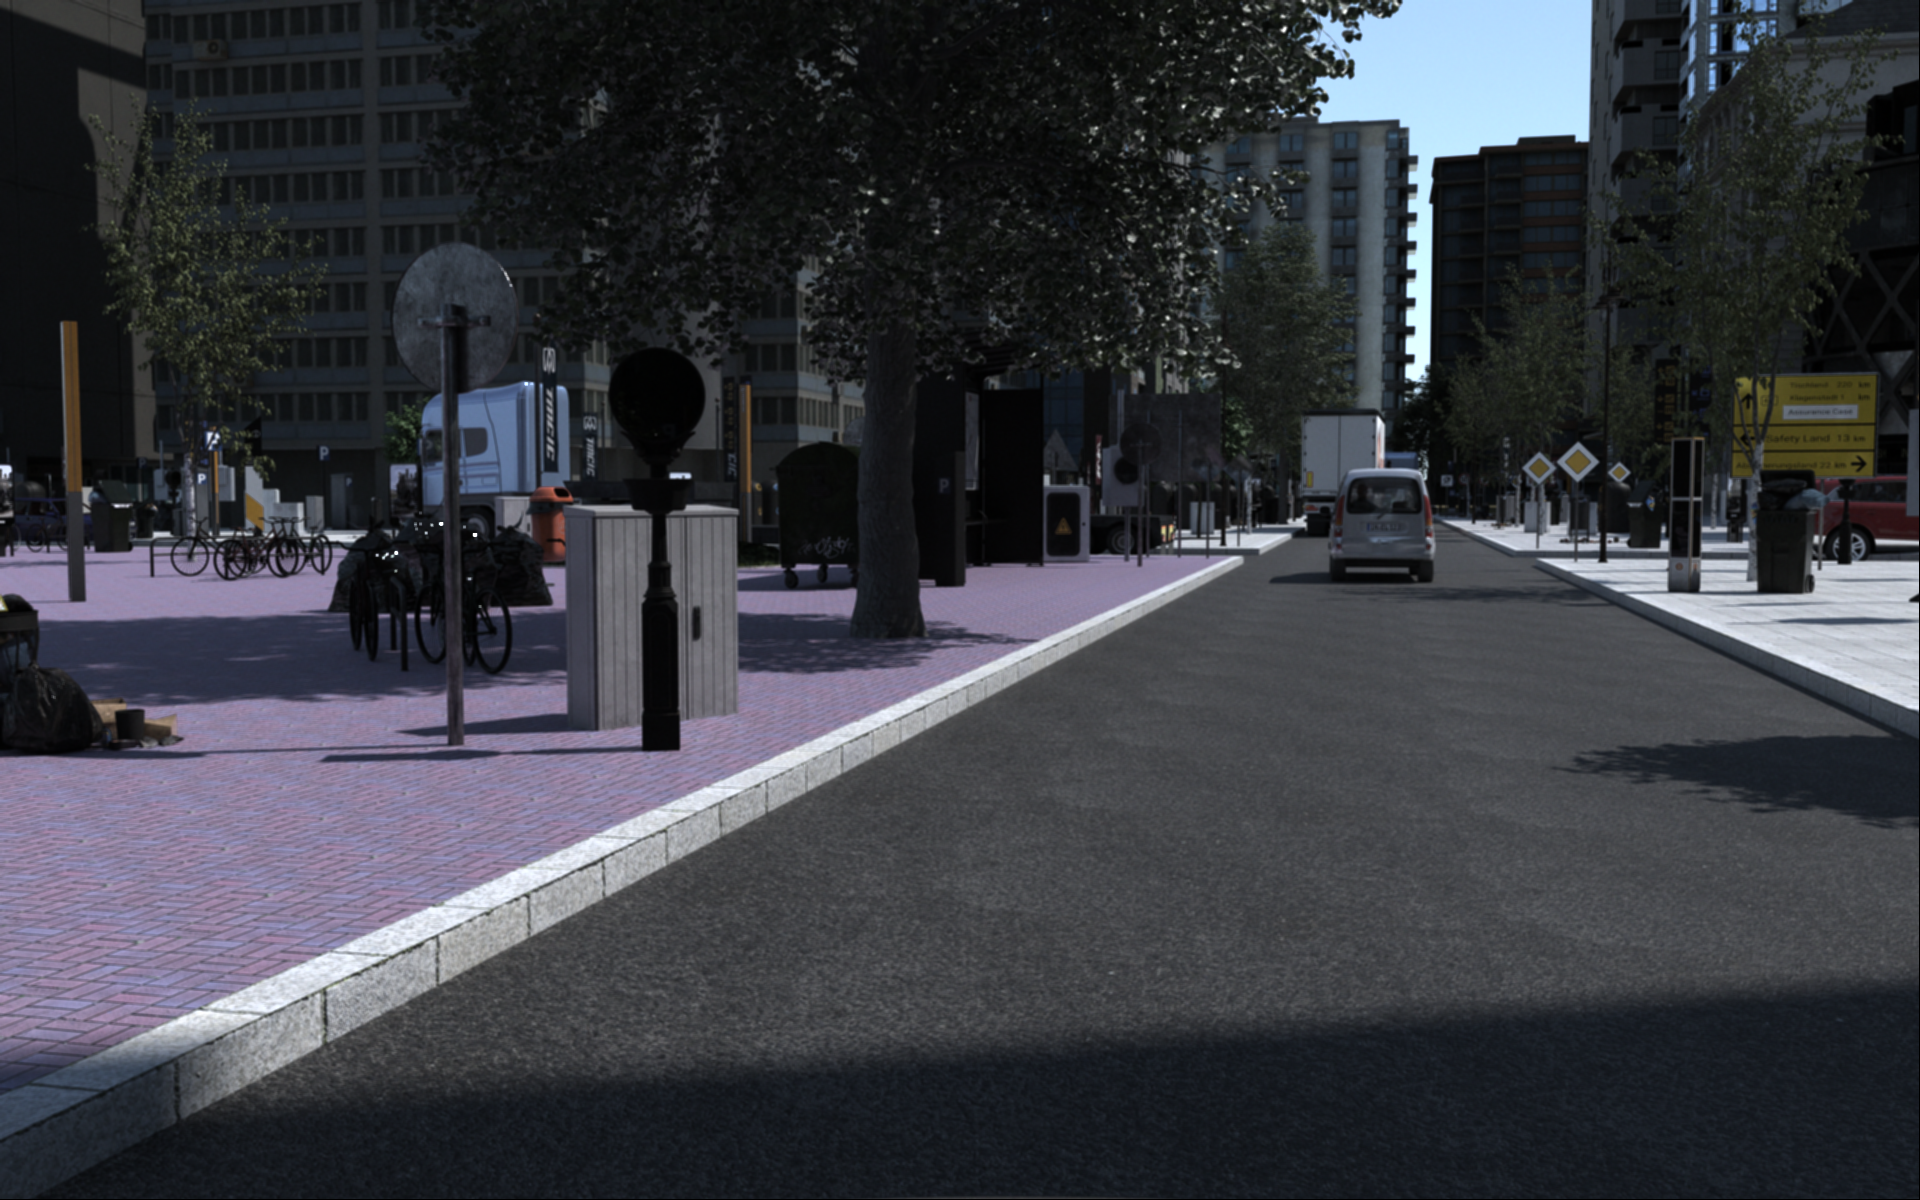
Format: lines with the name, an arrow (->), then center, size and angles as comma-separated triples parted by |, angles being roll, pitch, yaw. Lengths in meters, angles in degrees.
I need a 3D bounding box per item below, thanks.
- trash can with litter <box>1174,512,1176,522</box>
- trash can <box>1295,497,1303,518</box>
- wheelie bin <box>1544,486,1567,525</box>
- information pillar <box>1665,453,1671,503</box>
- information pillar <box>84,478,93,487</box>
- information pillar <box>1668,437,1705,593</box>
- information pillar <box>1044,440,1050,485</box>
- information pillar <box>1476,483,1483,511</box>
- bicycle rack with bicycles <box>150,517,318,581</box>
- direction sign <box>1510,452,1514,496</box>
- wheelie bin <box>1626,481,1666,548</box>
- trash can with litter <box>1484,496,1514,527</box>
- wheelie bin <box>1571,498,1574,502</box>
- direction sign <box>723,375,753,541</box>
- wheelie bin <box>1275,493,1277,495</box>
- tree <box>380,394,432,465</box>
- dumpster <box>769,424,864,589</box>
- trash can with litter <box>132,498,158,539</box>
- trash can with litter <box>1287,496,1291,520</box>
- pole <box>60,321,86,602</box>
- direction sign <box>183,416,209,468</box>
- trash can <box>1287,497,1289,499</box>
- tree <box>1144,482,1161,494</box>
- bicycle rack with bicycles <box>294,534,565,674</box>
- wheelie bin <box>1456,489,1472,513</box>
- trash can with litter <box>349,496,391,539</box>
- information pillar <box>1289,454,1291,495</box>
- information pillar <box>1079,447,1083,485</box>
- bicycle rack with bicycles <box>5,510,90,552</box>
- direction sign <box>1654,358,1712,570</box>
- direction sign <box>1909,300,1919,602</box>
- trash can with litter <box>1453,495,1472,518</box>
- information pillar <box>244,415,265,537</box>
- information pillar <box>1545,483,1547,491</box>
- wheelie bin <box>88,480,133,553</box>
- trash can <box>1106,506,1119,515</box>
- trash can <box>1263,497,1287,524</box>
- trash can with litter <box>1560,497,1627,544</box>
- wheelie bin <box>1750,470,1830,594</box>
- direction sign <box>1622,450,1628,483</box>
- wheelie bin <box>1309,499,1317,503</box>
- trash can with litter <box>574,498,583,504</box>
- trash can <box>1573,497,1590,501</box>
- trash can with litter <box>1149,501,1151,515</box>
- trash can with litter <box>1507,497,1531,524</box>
trash can with litter -> 9.885, -4.213, 79.943 | 2.233, 1.210, 1.678 | -2, 4, -33
trash can -> 18.002, -4.949, 92.566 | 0.748, 1.137, 0.748 | 0, 3, 0
wheelie bin -> 24.484, -3.897, 71.629 | 0.980, 1.594, 0.693 | -3, 5, -44
information pillar -> 36.004, -5.913, 88.039 | 0.183, 3.616, 0.504 | 0, 4, 3
information pillar -> -40.069, -4.597, 79.652 | 0.304, 2.012, 0.304 | -3, 5, -39
information pillar -> 9.477, -1.108, 22.613 | 0.304, 2.012, 0.304 | -3, 5, -42
information pillar -> 3.671, -5.060, 74.086 | 0.183, 3.616, 0.504 | 2, 4, 35
information pillar -> 33.212, -6.500, 110.761 | 0.304, 2.012, 0.304 | -2, 4, -24
bicycle rack with bicycles -> -11.096, -0.842, 27.152 | 2.852, 0.926, 2.925 | 2, 4, 31
direction sign -> 29.460, -6.148, 92.512 | 0.379, 3.537, 0.876 | 2, 4, 28
wheelie bin -> 16.298, -2.034, 41.163 | 0.693, 1.594, 0.980 | -1, 4, -13
trash can with litter -> 21.812, -3.553, 69.151 | 1.678, 1.210, 2.233 | 1, 4, 23
wheelie bin -> 35.516, -5.676, 100.703 | 0.980, 1.594, 0.693 | 3, 5, 41
direction sign -> -4.267, -2.527, 33.317 | 0.379, 3.537, 0.876 | -3, 5, -45
wheelie bin -> 19.443, -6.117, 107.923 | 0.693, 1.594, 0.980 | 0, 4, -1
tree -> -17.531, -4.486, 57.060 | 4.285, 4.588, 4.351 | 0, 3, 0
dumpster -> -1.676, -1.322, 24.113 | 1.502, 2.255, 1.985 | 1, 4, 13
trash can with litter -> -23.434, -2.315, 49.238 | 1.055, 1.170, 0.624 | -3, 5, -42
trash can with litter -> 15.961, -4.586, 86.365 | 1.055, 1.170, 0.624 | 0, 4, 1
pole -> -10.533, -1.635, 20.568 | 0.158, 3.312, 0.155 | 0, 3, 0
direction sign -> -22.360, -3.595, 50.768 | 0.379, 3.537, 0.876 | 1, 4, 22
trash can -> 14.723, -4.154, 79.567 | 0.748, 1.137, 0.748 | 0, 3, 0
tree -> 11.100, -6.437, 99.846 | 1.663, 3.219, 1.824 | 0, 3, 0
bicycle rack with bicycles -> -3.582, -0.006, 13.475 | 2.852, 0.926, 2.925 | -1, 4, -19
wheelie bin -> 31.440, -6.135, 108.209 | 0.980, 1.594, 0.693 | 0, 4, 2
trash can with litter -> -17.184, -2.410, 50.468 | 1.678, 1.210, 2.233 | 0, 4, -5
information pillar -> 18.601, -6.502, 97.666 | 0.183, 3.616, 0.504 | 1, 4, 14
information pillar -> 6.088, -5.866, 87.262 | 0.183, 3.616, 0.504 | -1, 4, -14
bicycle rack with bicycles -> -21.042, -1.551, 38.737 | 2.852, 0.926, 2.925 | 0, 4, 1
direction sign -> 12.066, -2.261, 28.971 | 0.876, 3.537, 0.379 | 1, 4, 18
direction sign -> 11.504, -1.743, 20.492 | 0.876, 3.537, 0.379 | -2, 4, -34
trash can with litter -> 28.042, -5.163, 95.468 | 1.678, 1.210, 2.233 | 1, 4, 22
information pillar -> -20.967, -3.676, 51.459 | 0.504, 3.616, 0.183 | -2, 4, -30
information pillar -> 30.750, -5.257, 90.440 | 0.304, 2.012, 0.304 | 0, 4, 4
wheelie bin -> -18.772, -1.854, 38.226 | 0.693, 1.594, 0.980 | 1, 4, 20
trash can -> 6.807, -4.016, 77.311 | 0.748, 1.137, 0.748 | 0, 3, 0
trash can -> 13.443, -3.855, 74.685 | 0.748, 1.137, 0.748 | 0, 3, 0
trash can with litter -> 16.717, -2.110, 45.561 | 2.233, 1.210, 1.678 | -1, 4, -10
wheelie bin -> 10.752, -0.893, 22.502 | 0.980, 1.594, 0.693 | 3, 4, 36
direction sign -> 33.825, -5.884, 88.192 | 0.379, 3.537, 0.876 | 3, 4, 39
wheelie bin -> 22.832, -6.379, 112.199 | 0.693, 1.594, 0.980 | 1, 4, 16
trash can with litter -> -12.667, -2.928, 58.935 | 2.233, 1.210, 1.678 | -3, 5, -42
trash can -> 27.819, -4.032, 77.571 | 0.748, 1.137, 0.748 | 0, 3, 0
trash can with litter -> 10.769, -5.253, 97.270 | 1.055, 1.170, 0.624 | 3, 4, 36
trash can with litter -> 24.150, -3.870, 74.658 | 1.055, 1.170, 0.624 | 0, 4, 1
